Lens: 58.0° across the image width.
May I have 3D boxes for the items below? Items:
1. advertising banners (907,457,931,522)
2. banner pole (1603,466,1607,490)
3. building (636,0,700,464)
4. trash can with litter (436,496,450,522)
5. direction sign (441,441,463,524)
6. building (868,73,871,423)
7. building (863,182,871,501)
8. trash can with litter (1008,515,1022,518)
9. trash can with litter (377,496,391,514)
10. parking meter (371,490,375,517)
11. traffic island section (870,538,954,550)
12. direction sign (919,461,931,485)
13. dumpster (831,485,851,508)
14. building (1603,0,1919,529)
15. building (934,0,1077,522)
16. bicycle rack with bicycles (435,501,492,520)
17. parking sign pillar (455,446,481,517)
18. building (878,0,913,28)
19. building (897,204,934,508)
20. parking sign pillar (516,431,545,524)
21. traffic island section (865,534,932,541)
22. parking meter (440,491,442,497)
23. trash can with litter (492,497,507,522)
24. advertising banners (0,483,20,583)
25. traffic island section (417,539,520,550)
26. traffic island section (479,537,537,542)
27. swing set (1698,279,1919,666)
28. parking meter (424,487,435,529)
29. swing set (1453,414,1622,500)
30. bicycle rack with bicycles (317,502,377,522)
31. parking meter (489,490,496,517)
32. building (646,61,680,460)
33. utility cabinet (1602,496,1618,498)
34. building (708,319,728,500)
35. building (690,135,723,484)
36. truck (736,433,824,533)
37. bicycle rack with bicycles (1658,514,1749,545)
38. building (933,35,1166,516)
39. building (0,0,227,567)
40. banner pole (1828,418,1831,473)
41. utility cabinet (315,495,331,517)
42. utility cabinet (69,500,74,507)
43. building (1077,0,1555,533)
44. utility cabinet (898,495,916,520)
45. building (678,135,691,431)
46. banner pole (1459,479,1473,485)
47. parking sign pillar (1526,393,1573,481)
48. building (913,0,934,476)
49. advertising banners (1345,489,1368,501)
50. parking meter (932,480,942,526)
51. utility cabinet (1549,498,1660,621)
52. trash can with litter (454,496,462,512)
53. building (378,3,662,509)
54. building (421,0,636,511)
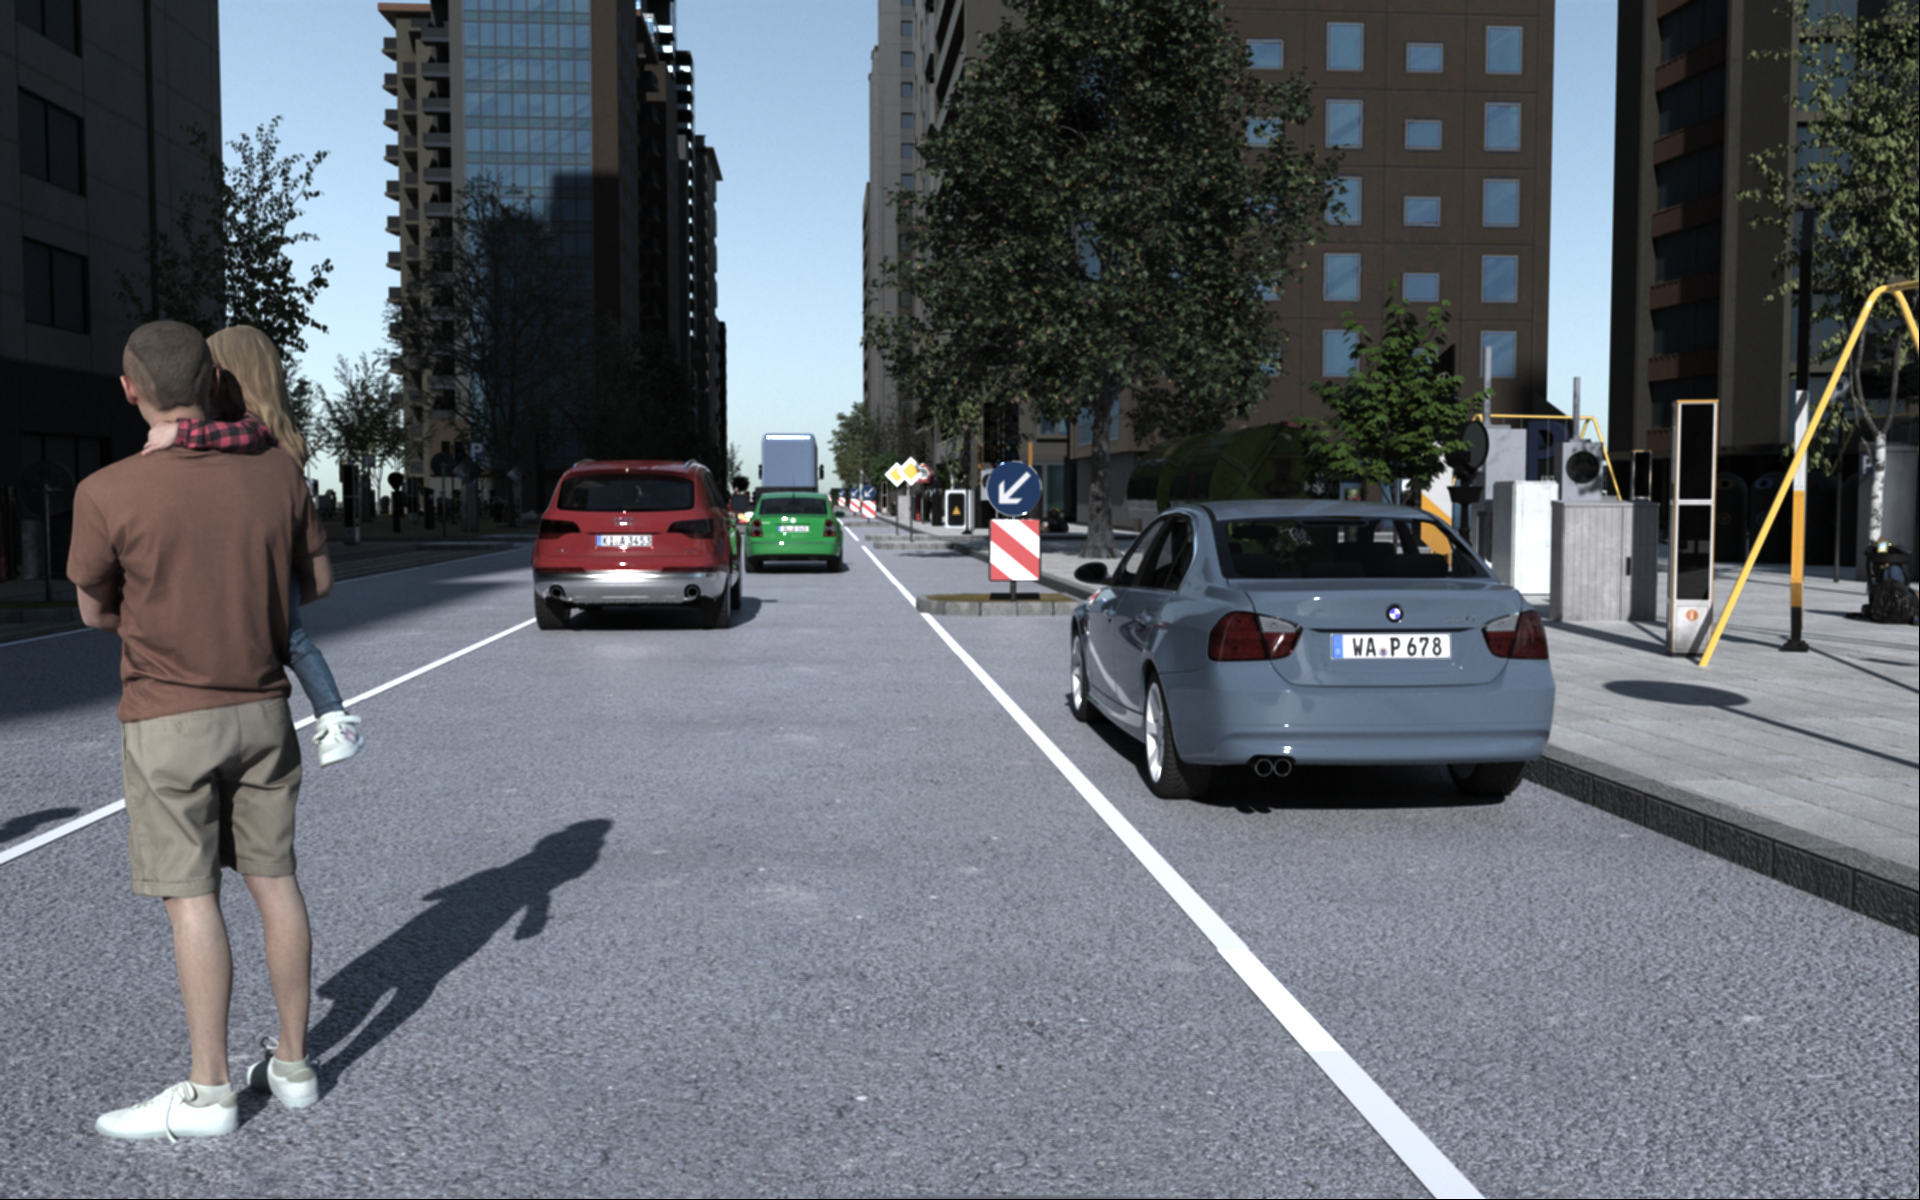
[{"bbox_3d":[-1.924,-5.172,80.752,0.090,3.025,2.074,-2,4,-32],"label":"advertising banners"},{"bbox_3d":[49.776,-8.805,133.971,0.863,3.779,0.401,0,4,1],"label":"banner pole"},{"bbox_3d":[-44.706,-55.885,226.383,22.319,86.520,31.000,0,4,-5],"label":"building"},{"bbox_3d":[-23.946,-4.214,80.283,0.624,1.170,1.055,-1,4,-15],"label":"trash can with litter"},{"bbox_3d":[-21.826,-5.048,74.535,0.876,3.537,0.379,-1,4,-15],"label":"direction sign"},{"bbox_3d":[-1.478,-42.120,230.658,21.231,58.520,28.212,0,4,-5],"label":"building"},{"bbox_3d":[-3.332,-38.658,255.755,21.300,48.544,21.600,0,4,-5],"label":"building"},{"bbox_3d":[2.159,-2.972,59.972,1.055,1.170,0.624,0,4,5],"label":"trash can with litter"},{"bbox_3d":[-36.400,-5.993,109.371,0.624,1.170,1.055,1,4,10],"label":"trash can with litter"},{"bbox_3d":[-32.755,-5.383,96.421,0.372,1.533,0.369,0,3,0],"label":"parking meter"},{"bbox_3d":[-1.278,-1.460,46.147,2.009,0.180,2.903,0,4,-5],"label":"traffic island section"},{"bbox_3d":[-2.399,-7.770,119.038,0.876,3.537,0.379,1,4,19],"label":"direction sign"},{"bbox_3d":[-11.403,-9.844,165.904,1.985,2.255,1.502,0,4,-4],"label":"dumpster"},{"bbox_3d":[41.187,-25.384,69.651,28.867,44.769,22.147,0,4,-5],"label":"building"},{"bbox_3d":[10.000,-28.463,89.069,21.300,48.544,21.600,0,4,-5],"label":"building"},{"bbox_3d":[-25.147,-4.467,86.414,2.925,0.926,2.852,0,4,6],"label":"bicycle rack with bicycles"},{"bbox_3d":[-27.405,-6.605,96.459,1.447,3.967,1.447,0,4,-2],"label":"parking sign pillar"},{"bbox_3d":[1.673,-39.513,188.030,21.231,58.520,28.212,0,4,-5],"label":"building"},{"bbox_3d":[0.827,-24.215,167.622,14.160,30.474,14.107,0,4,-5],"label":"building"},{"bbox_3d":[-18.472,-5.287,74.908,1.447,3.967,1.447,-3,5,-44],"label":"parking sign pillar"},{"bbox_3d":[-1.944,-1.946,54.104,2.009,0.180,2.903,0,4,-5],"label":"traffic island section"},{"bbox_3d":[-36.379,-6.936,121.817,0.372,1.533,0.369,0,3,0],"label":"parking meter"},{"bbox_3d":[-20.749,-4.108,78.557,1.055,1.170,0.624,3,4,37],"label":"trash can with litter"},{"bbox_3d":[-13.896,-1.765,25.046,0.090,3.025,2.074,-1,4,-18],"label":"advertising banners"},{"bbox_3d":[-12.829,-1.401,45.188,2.009,0.180,2.903,0,4,-5],"label":"traffic island section"},{"bbox_3d":[-13.495,-1.888,53.146,2.009,0.180,2.903,0,4,-5],"label":"traffic island section"},{"bbox_3d":[7.138,-0.851,11.530,2.862,2.851,3.119,0,4,-8],"label":"swing set"},{"bbox_3d":[-19.407,-3.359,63.326,0.372,1.533,0.369,0,3,0],"label":"parking meter"},{"bbox_3d":[11.534,-2.256,34.513,3.119,2.851,2.862,-1,4,-22],"label":"swing set"},{"bbox_3d":[-28.894,-4.156,81.337,2.925,0.926,2.852,-2,4,-28],"label":"bicycle rack with bicycles"},{"bbox_3d":[-26.372,-5.465,97.761,0.372,1.533,0.369,0,3,0],"label":"parking meter"},{"bbox_3d":[-36.104,-32.179,176.242,14.600,45.320,14.200,0,4,-5],"label":"building"},{"bbox_3d":[25.796,-3.564,69.431,0.306,1.237,1.020,-3,5,-42],"label":"utility cabinet"},{"bbox_3d":[-44.942,-31.011,278.729,14.160,30.474,14.107,0,4,-5],"label":"building"},{"bbox_3d":[-50.039,-40.823,256.690,28.713,52.752,27.495,0,4,-5],"label":"building"},{"bbox_3d":[-7.280,-4.969,70.995,2.967,4.110,18.799,0,4,-3],"label":"truck"},{"bbox_3d":[18.715,-1.836,43.400,2.852,0.926,2.925,-3,4,-37],"label":"bicycle rack with bicycles"},{"bbox_3d":[5.570,-28.797,120.948,14.600,45.320,14.200,0,4,-5],"label":"building"},{"bbox_3d":[-27.392,-36.275,31.356,20.611,71.187,20.563,0,4,-5],"label":"building"},{"bbox_3d":[28.511,-4.089,56.869,0.401,3.779,0.863,2,4,31],"label":"banner pole"},{"bbox_3d":[-35.475,-5.219,96.486,0.306,1.237,1.020,1,4,19],"label":"utility cabinet"},{"bbox_3d":[-15.144,-1.171,30.308,1.020,1.237,0.306,-1,4,-18],"label":"utility cabinet"},{"bbox_3d":[12.074,-25.277,63.382,14.200,45.320,14.600,0,4,-5],"label":"building"},{"bbox_3d":[-2.602,-4.528,85.200,1.020,1.237,0.306,1,4,12],"label":"utility cabinet"},{"bbox_3d":[-37.263,-31.033,190.991,14.154,41.232,14.086,0,4,-5],"label":"building"},{"bbox_3d":[16.370,-3.990,55.247,0.863,3.779,0.401,0,4,5],"label":"banner pole"},{"bbox_3d":[15.610,-3.499,45.684,1.447,3.967,1.447,-3,4,-38],"label":"parking sign pillar"},{"bbox_3d":[10.127,-34.107,146.883,28.713,52.752,27.495,0,4,-5],"label":"building"},{"bbox_3d":[8.658,-2.757,41.261,2.074,3.025,0.090,1,4,12],"label":"advertising banners"},{"bbox_3d":[-0.923,-3.911,69.661,0.255,1.863,0.399,-3,5,-45],"label":"parking meter"},{"bbox_3d":[6.546,-0.394,17.596,1.020,1.237,0.306,0,4,-6],"label":"utility cabinet"},{"bbox_3d":[-35.917,-6.863,123.604,1.055,1.170,0.624,-1,4,-9],"label":"trash can with litter"},{"bbox_3d":[-38.498,-30.573,154.490,22.147,44.769,28.867,0,4,-5],"label":"building"},{"bbox_3d":[-32.458,-29.560,133.409,14.600,45.320,14.200,0,4,-5],"label":"building"}]
